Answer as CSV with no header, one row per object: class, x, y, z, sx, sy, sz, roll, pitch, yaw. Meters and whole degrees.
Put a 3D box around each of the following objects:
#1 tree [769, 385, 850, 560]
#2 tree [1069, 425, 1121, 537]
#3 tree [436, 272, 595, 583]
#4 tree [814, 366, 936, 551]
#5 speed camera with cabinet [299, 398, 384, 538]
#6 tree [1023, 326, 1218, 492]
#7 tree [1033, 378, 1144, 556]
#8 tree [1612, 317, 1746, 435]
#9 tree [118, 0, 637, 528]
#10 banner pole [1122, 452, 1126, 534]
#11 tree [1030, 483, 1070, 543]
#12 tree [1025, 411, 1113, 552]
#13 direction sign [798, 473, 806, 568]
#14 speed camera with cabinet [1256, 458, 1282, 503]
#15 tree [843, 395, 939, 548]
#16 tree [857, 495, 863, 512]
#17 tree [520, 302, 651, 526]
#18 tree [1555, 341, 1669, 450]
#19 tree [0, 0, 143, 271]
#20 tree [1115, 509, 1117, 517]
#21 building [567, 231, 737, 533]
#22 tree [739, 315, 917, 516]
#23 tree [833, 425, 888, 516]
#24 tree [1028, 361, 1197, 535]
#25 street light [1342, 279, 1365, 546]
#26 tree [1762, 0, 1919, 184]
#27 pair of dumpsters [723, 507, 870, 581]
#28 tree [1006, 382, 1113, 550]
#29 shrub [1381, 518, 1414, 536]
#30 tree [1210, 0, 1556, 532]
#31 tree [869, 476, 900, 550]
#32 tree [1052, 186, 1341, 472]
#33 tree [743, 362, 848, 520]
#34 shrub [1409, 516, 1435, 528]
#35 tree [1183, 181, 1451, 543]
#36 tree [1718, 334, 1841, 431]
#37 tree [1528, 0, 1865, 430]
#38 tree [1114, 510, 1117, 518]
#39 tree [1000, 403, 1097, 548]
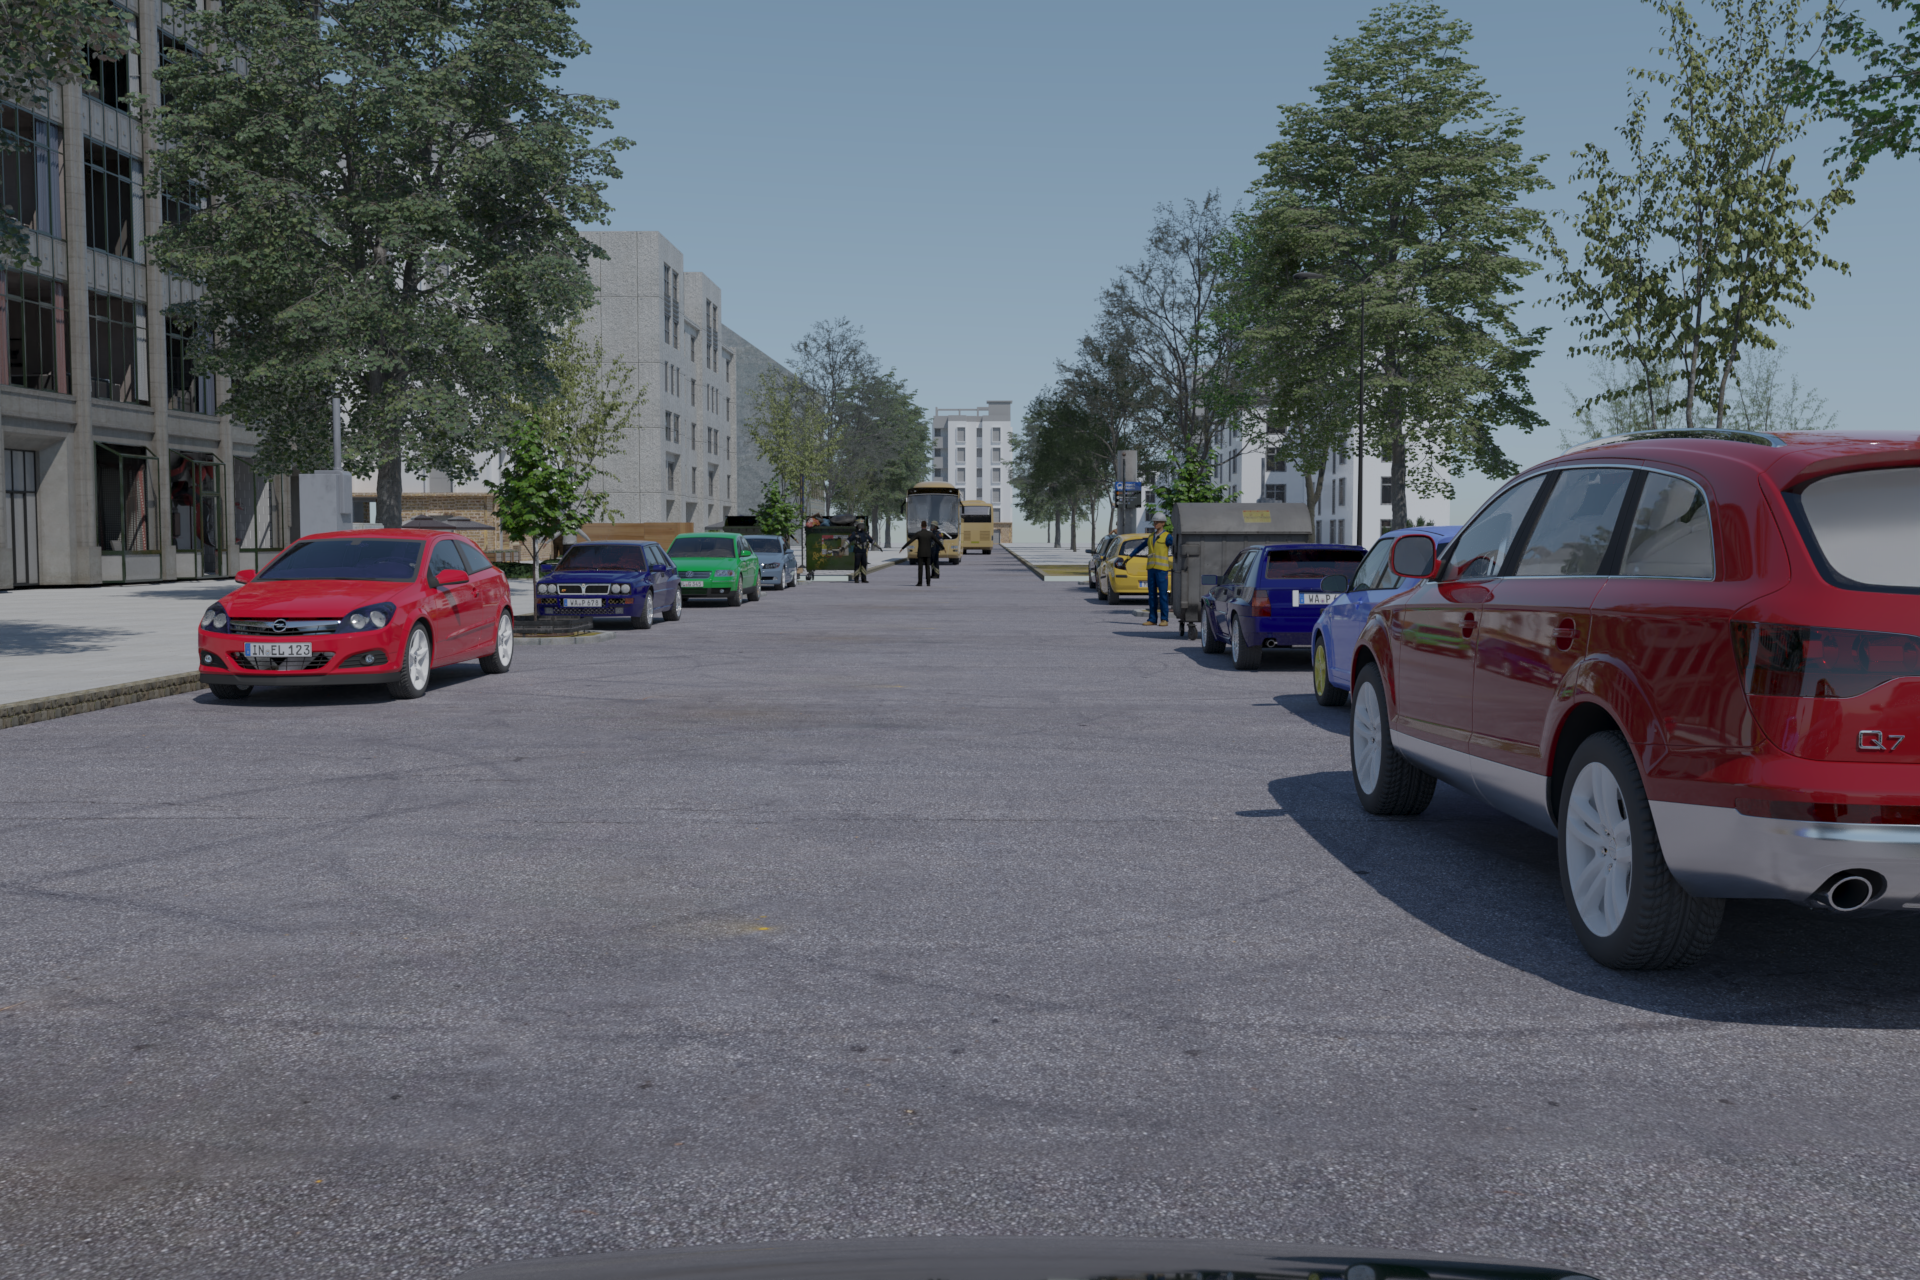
tree,-7.929,-8.312,86.265,4.360,8.622,3.978,0,3,0
tree,8.375,-9.655,108.215,4.360,8.622,3.978,0,3,0
tree,-11.208,-5.768,44.672,4.737,8.622,4.395,0,3,0
tree,-6.568,-13.711,130.829,9.857,13.997,8.962,0,3,0
speed camera with cabinet,-9.270,-1.937,26.010,0.660,3.252,2.038,0,3,0
tree,7.287,-8.663,76.057,8.767,10.594,7.601,-1,4,-20
tree,7.374,-10.060,98.895,7.601,10.594,8.767,-3,4,-37
tree,23.499,-6.586,58.037,4.360,8.622,3.978,0,3,0
tree,-11.114,-7.737,33.156,9.857,13.997,8.962,0,3,0
banner pole,5.014,-3.844,52.873,0.401,3.779,0.863,0,4,1
tree,12.986,-20.018,245.424,7.486,12.596,7.792,0,3,0
tree,7.879,-11.529,122.915,7.601,10.594,8.767,-2,4,-33
direction sign,-5.910,-4.454,64.812,0.379,3.537,0.876,0,4,3
speed camera with cabinet,8.029,-3.053,44.256,0.660,3.252,2.038,0,4,1
tree,-6.485,-15.222,155.528,9.857,13.997,8.962,0,3,0
tree,-13.736,-19.516,244.846,9.928,11.665,9.643,0,3,0
tree,-11.382,-6.127,50.536,4.737,8.622,4.395,0,3,0
tree,25.341,-7.037,65.413,4.360,8.622,3.978,0,3,0
tree,-11.628,-6.604,14.638,9.857,13.997,8.962,0,3,0
tree,24.577,-18.365,250.621,4.360,8.622,3.978,0,3,0
building,-25.717,-15.336,117.204,16.747,18.905,31.486,0,4,1
tree,-7.363,-11.416,97.029,12.009,13.543,11.850,0,3,0
tree,-7.589,-10.215,117.381,4.360,8.622,3.978,0,3,0
tree,7.612,-9.342,87.155,8.767,10.594,7.601,-1,4,-15
street light,7.686,-3.566,30.847,1.470,5.913,1.316,0,4,1
tree,10.260,-5.375,13.633,9.928,11.665,9.643,0,3,0
pair of dumpsters,-4.971,-2.923,52.735,4.436,2.255,1.574,0,4,0
tree,9.083,-14.023,139.642,12.009,13.543,11.850,0,3,0
shrub,16.586,-3.704,64.981,1.690,2.028,1.600,0,3,0
tree,9.241,-7.318,37.773,7.486,12.596,7.792,0,3,0
tree,-6.653,-11.779,142.954,4.360,8.622,3.978,0,3,0
tree,8.439,-9.276,62.027,12.009,13.543,11.850,0,3,0
tree,-7.314,-7.613,74.833,4.737,8.622,4.395,0,3,0
shrub,17.791,-3.812,66.739,1.690,2.028,1.600,0,3,0
tree,10.172,-7.563,49.404,9.928,11.665,9.643,0,3,0
tree,29.427,-6.924,63.577,4.360,8.622,3.978,0,3,0
tree,9.415,-4.384,22.039,4.737,8.622,4.395,0,3,0
tree,24.228,-18.100,246.293,4.360,8.622,3.978,0,3,0
tree,8.817,-15.373,158.007,9.857,13.997,8.962,0,3,0
